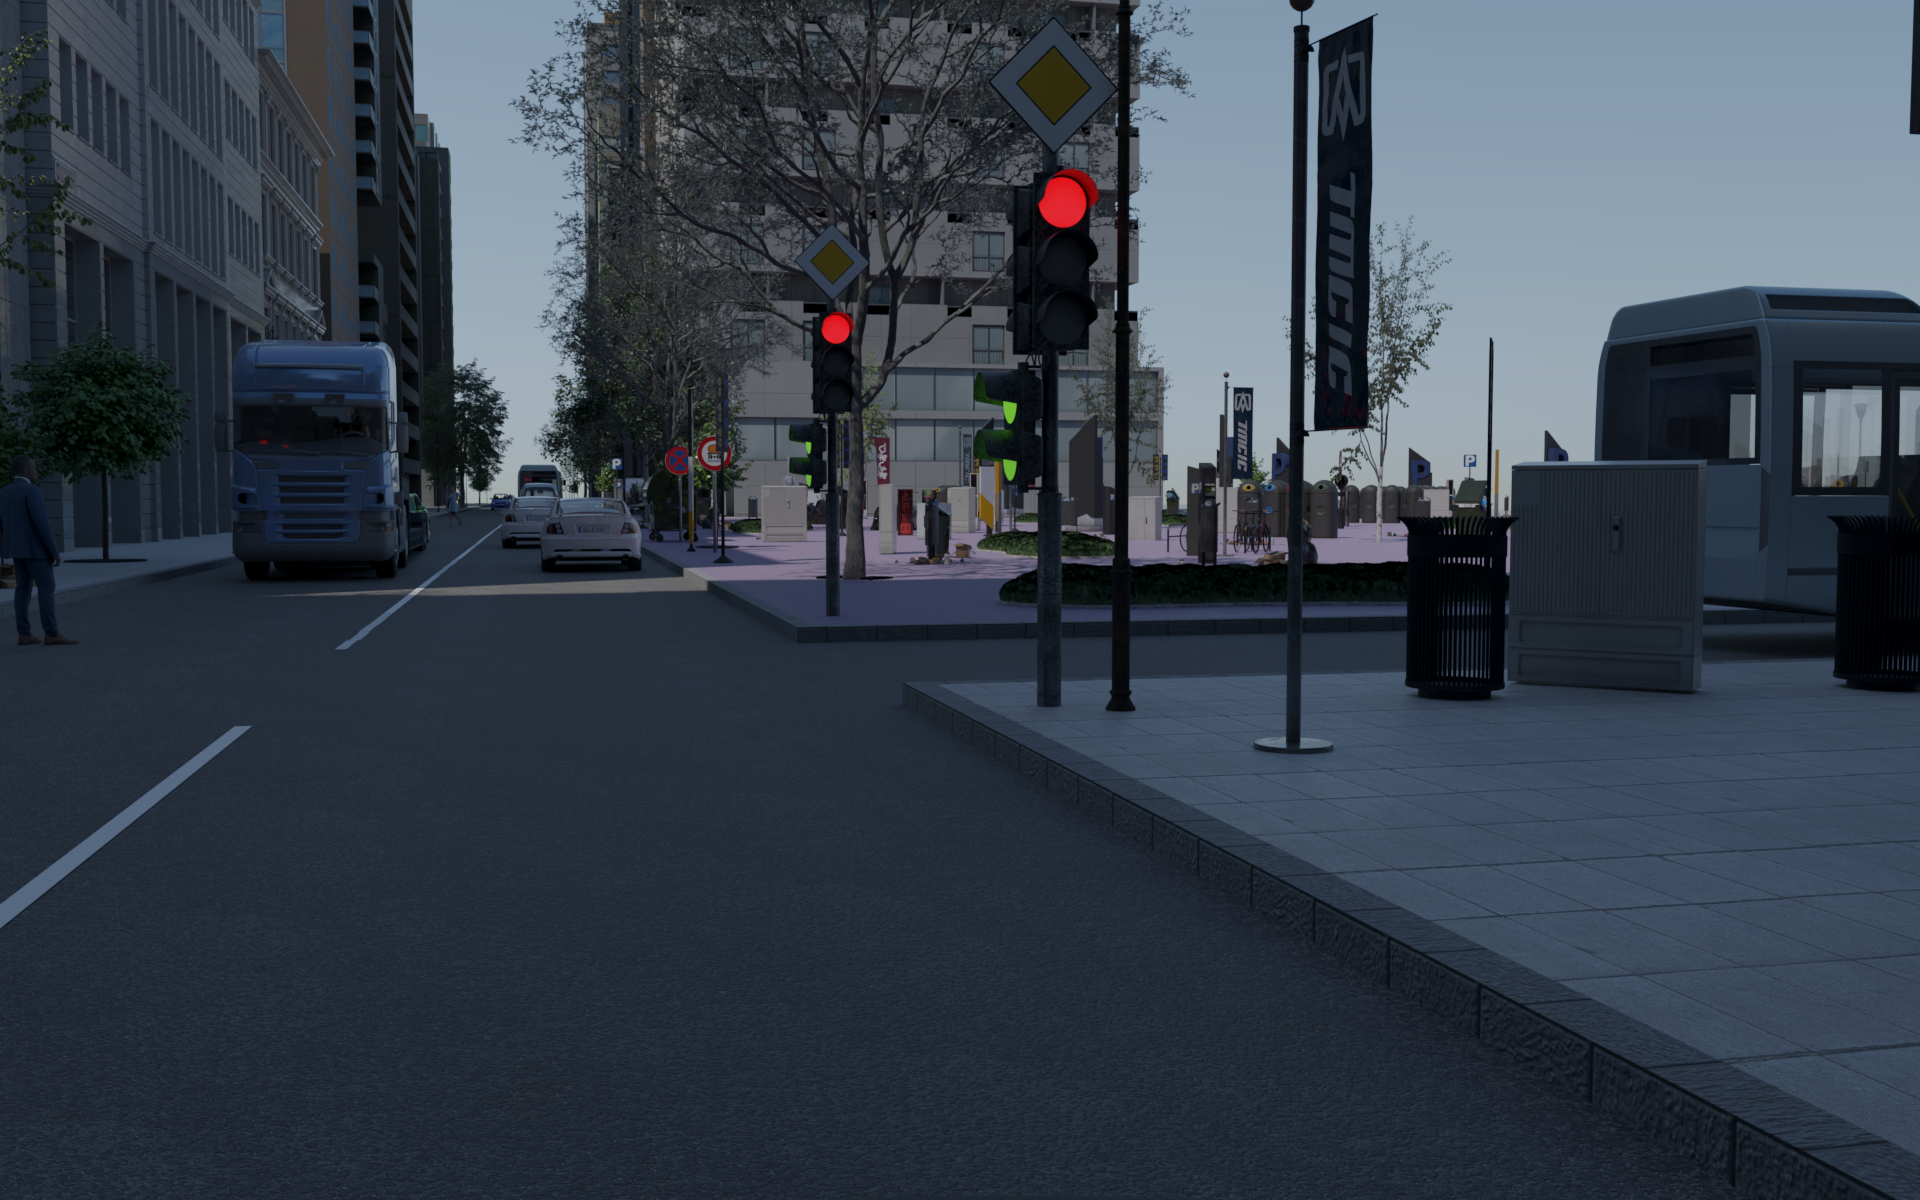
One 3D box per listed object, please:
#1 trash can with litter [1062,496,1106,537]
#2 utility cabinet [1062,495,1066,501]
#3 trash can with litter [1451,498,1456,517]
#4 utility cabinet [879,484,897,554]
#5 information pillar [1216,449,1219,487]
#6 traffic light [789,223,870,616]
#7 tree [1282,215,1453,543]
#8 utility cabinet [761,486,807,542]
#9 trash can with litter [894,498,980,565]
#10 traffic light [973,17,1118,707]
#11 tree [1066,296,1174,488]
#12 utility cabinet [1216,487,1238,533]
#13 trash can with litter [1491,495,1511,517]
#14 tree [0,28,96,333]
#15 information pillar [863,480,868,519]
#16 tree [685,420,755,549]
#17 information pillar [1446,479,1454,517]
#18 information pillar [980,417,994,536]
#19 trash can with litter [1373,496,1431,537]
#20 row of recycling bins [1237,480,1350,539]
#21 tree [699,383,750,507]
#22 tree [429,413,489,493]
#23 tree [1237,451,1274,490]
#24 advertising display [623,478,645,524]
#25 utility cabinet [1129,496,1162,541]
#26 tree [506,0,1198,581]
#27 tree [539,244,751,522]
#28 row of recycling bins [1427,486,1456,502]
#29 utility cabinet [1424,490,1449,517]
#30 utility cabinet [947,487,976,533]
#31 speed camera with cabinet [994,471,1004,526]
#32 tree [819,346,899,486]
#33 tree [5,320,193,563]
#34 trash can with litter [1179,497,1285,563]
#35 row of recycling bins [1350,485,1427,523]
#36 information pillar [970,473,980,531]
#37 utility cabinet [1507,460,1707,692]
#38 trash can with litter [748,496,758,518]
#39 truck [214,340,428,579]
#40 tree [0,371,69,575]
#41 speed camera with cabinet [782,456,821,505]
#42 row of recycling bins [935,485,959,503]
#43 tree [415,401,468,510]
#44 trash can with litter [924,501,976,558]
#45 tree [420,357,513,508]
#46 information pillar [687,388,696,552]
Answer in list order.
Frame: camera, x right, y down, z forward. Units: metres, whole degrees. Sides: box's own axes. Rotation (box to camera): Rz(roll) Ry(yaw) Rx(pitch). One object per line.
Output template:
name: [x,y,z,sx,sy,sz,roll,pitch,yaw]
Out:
trash can with litter: [3.569,-2.465,51.363,2.233,1.210,1.678,1,4,22]
utility cabinet: [4.720,-4.417,83.373,0.306,1.237,1.020,2,4,35]
trash can with litter: [20.009,-3.507,68.734,0.624,1.170,1.055,-3,5,-42]
utility cabinet: [-1.561,-1.747,37.248,0.318,1.500,1.173,0,4,2]
information pillar: [13.435,-5.988,89.253,0.504,3.616,0.183,0,4,-6]
traffic light: [-1.357,-1.787,18.146,0.839,4.253,0.868,-1,4,-14]
tree: [10.930,-5.836,45.788,4.360,8.622,3.978,0,3,0]
utility cabinet: [-4.694,-2.298,46.248,1.173,1.500,0.318,-1,4,-13]
trash can with litter: [-0.375,-1.296,32.248,1.678,1.210,2.233,0,4,6]
traffic light: [0.521,-1.313,10.384,0.839,4.253,0.868,-1,4,-14]
tree: [5.984,-6.947,63.944,4.360,8.622,3.978,0,3,0]
utility cabinet: [8.598,-2.964,57.137,1.173,1.500,0.318,1,4,21]
trash can with litter: [30.711,-5.286,97.475,1.678,1.210,2.233,0,4,8]
tree: [-12.507,-4.253,19.897,4.737,8.622,4.395,0,3,0]
information pillar: [-4.978,-5.242,90.198,0.304,2.012,0.304,0,4,7]
tree: [-5.675,-2.855,41.280,1.663,3.219,1.824,0,3,0]
information pillar: [24.462,-5.017,86.521,0.304,2.012,0.304,0,4,1]
information pillar: [0.823,-3.737,52.452,0.504,3.616,0.183,-2,4,-32]
trash can with litter: [13.592,-2.516,52.189,2.233,1.210,1.678,3,4,38]
row of recycling bins: [9.676,-2.699,51.244,1.069,1.692,3.534,-3,5,-42]
tree: [-12.747,-8.379,87.365,4.360,8.622,3.978,0,3,0]
tree: [-44.011,-12.273,151.018,4.737,8.622,4.395,0,3,0]
tree: [13.200,-5.090,77.820,1.663,3.219,1.824,0,3,0]
advertising display: [-12.752,-3.827,67.788,0.123,1.923,0.974,3,5,42]
utility cabinet: [5.122,-2.259,48.093,0.306,1.237,1.020,-3,5,-43]
tree: [-1.475,-7.062,25.830,12.009,13.543,11.850,0,3,0]
tree: [-14.237,-9.872,78.422,9.611,12.733,9.660,0,3,0]
row of recycling bins: [24.306,-4.979,88.523,1.069,1.692,3.534,3,5,43]
utility cabinet: [23.271,-4.644,84.613,1.173,1.500,0.318,1,4,20]
utility cabinet: [0.039,-2.963,57.120,0.318,1.500,1.173,-3,4,-36]
speed camera with cabinet: [1.364,-4.587,69.330,0.660,3.252,2.038,0,4,7]
tree: [-4.966,-8.338,86.696,4.737,8.622,4.395,0,3,0]
tree: [-16.303,-2.998,32.729,4.285,4.588,4.351,0,3,0]
trash can with litter: [4.023,-1.014,27.638,1.678,1.210,2.233,-1,4,-13]
row of recycling bins: [18.627,-4.238,76.400,3.534,1.692,1.069,1,4,18]
information pillar: [0.532,-3.434,60.640,0.304,2.012,0.304,1,4,19]
utility cabinet: [4.265,-0.170,11.458,1.173,1.500,0.318,2,4,33]
trash can with litter: [-7.995,-3.583,69.646,1.678,1.210,2.233,2,4,32]
truck: [-12.698,-2.836,36.132,2.967,4.110,18.799,-1,4,-15]
tree: [-15.042,-1.989,27.116,1.663,3.219,1.824,0,3,0]
speed camera with cabinet: [-8.294,-5.905,90.887,2.038,3.252,0.660,0,4,-4]
row of recycling bins: [-0.490,-4.499,80.667,1.069,1.692,3.534,-1,4,-10]
tree: [-40.847,-11.438,137.378,4.360,8.622,3.978,0,3,0]
trash can with litter: [-0.204,-1.440,34.929,1.055,1.170,0.624,1,4,10]
tree: [-46.332,-15.521,160.420,9.857,13.997,8.962,0,3,0]
information pillar: [-6.011,-2.894,38.672,0.183,3.616,0.504,0,4,-6]
